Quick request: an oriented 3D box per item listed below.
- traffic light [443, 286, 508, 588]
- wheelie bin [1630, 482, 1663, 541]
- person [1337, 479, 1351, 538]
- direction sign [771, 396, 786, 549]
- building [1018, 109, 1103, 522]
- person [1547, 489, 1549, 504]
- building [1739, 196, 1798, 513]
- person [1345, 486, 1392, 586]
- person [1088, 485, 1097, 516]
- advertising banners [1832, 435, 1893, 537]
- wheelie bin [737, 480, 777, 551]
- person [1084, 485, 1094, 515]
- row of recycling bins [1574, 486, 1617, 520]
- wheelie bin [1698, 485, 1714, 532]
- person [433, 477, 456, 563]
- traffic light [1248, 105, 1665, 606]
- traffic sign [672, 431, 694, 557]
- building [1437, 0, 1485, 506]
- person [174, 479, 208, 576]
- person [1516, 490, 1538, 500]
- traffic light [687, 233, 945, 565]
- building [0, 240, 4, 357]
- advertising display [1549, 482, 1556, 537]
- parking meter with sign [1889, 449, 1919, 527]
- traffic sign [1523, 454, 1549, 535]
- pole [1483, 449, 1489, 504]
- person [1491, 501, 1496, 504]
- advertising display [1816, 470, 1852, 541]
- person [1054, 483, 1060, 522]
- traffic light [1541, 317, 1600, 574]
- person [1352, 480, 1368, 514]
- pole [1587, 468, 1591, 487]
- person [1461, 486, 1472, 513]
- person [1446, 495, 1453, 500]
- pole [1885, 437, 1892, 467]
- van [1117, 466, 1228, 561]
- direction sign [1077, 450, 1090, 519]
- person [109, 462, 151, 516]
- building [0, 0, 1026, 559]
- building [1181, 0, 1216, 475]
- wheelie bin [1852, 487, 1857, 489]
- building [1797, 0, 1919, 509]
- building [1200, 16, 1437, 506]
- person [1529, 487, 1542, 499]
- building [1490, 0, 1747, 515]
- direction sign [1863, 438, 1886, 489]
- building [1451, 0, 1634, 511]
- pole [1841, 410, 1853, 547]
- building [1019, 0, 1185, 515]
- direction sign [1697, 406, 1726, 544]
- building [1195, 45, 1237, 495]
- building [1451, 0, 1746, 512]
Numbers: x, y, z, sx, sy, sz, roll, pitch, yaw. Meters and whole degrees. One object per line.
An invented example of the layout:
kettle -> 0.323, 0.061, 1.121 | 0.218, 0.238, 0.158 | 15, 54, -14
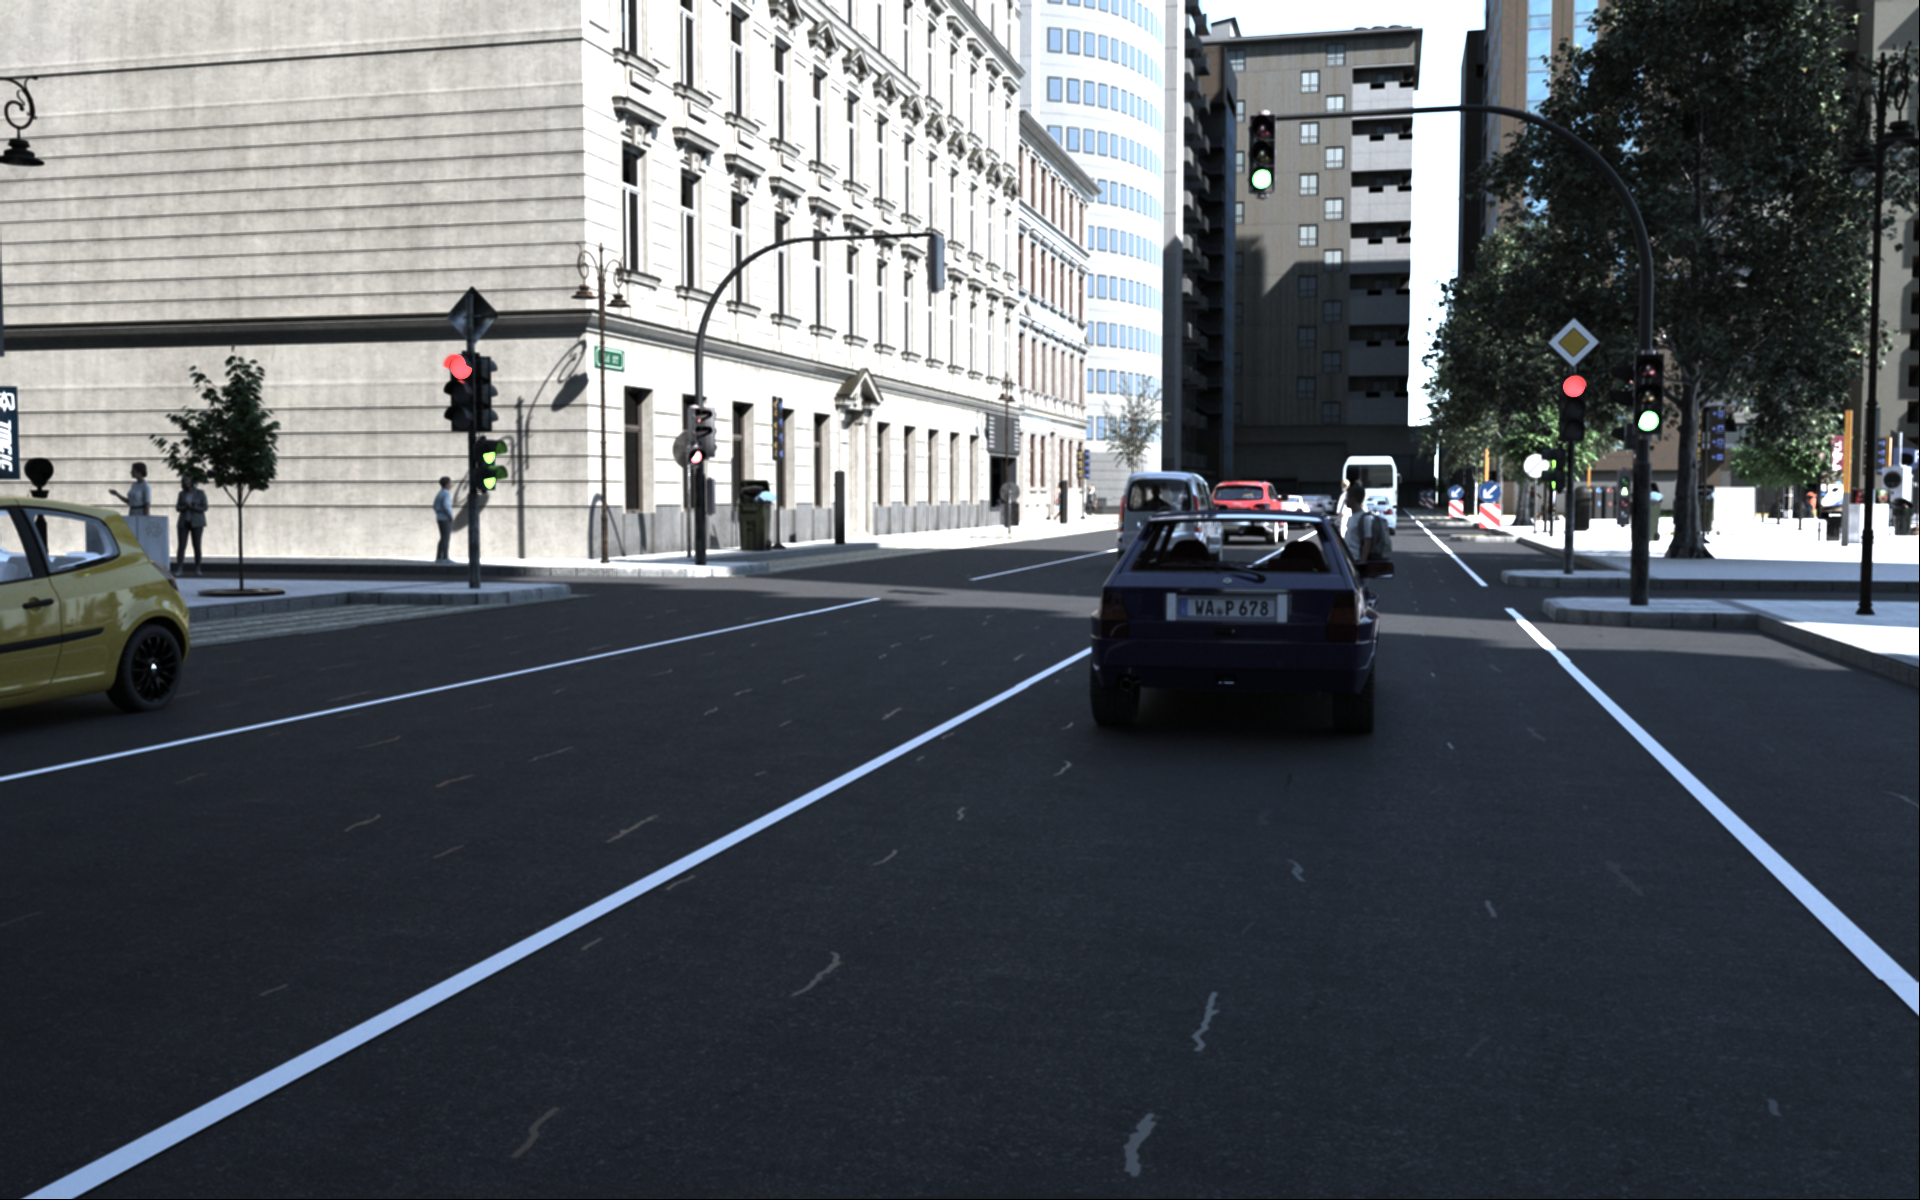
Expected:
traffic light -> -6.598, -2.114, 23.483 | 0.839, 4.253, 0.868 | 1, 4, 14
wheelie bin -> 18.640, -2.396, 47.079 | 0.693, 1.594, 0.980 | -3, 4, -39
person -> 10.750, -2.435, 48.196 | 0.818, 1.842, 0.514 | -2, 4, -25
direction sign -> -4.256, -2.964, 40.461 | 0.379, 3.537, 0.876 | 0, 4, 8
building -> -0.185, -15.396, 87.875 | 11.583, 22.565, 21.152 | 1, 4, 14
person -> 32.016, -5.347, 94.054 | 0.643, 1.750, 0.593 | 0, 4, -7
building -> 47.926, -41.991, 124.805 | 20.563, 71.187, 20.611 | 1, 4, 14
person -> 3.776, -0.321, 16.337 | 0.523, 1.515, 0.503 | -3, 4, -37
person -> 7.808, -5.888, 102.272 | 0.622, 1.834, 0.822 | 1, 4, 20
advertising banners -> 26.592, -3.362, 51.164 | 2.074, 3.025, 0.090 | 0, 4, -6
wheelie bin -> -4.633, -1.919, 39.277 | 0.980, 1.594, 0.693 | 1, 4, 10
person -> 7.749, -5.962, 103.701 | 0.728, 1.800, 0.709 | 1, 4, 10
row of recycling bins -> 32.488, -4.952, 88.081 | 3.534, 1.692, 1.069 | -2, 4, -33
wheelie bin -> 25.114, -3.093, 58.476 | 0.980, 1.594, 0.693 | 1, 4, 18
person -> -9.558, -1.486, 32.158 | 0.330, 1.601, 0.589 | -2, 4, -31
traffic light -> 5.782, -2.791, 20.305 | 4.771, 5.953, 1.251 | 1, 4, 14
traffic sign -> -5.502, -2.141, 35.111 | 0.768, 2.556, 0.104 | 1, 4, 21
building -> 68.461, -53.497, 187.347 | 31.000, 86.520, 22.319 | 1, 4, 14
person -> -13.552, -1.337, 30.541 | 0.537, 1.800, 0.526 | 0, 4, -1
person -> 34.127, -6.011, 104.262 | 1.348, 1.831, 0.705 | 0, 4, -1
traffic light -> -2.629, -3.431, 30.767 | 4.771, 5.953, 1.251 | 1, 4, 14
building -> -18.811, -20.375, 16.722 | 14.086, 41.232, 14.154 | 1, 4, 14
advertising display -> 17.767, -2.859, 51.958 | 0.123, 1.923, 0.974 | 2, 4, 23
parking meter with sign -> 36.632, -4.353, 67.426 | 1.738, 3.016, 0.543 | -1, 4, -15
traffic sign -> 18.232, -3.349, 54.863 | 0.768, 2.556, 0.104 | 1, 4, 19
pole -> 23.684, -5.147, 78.004 | 0.158, 3.312, 0.155 | 0, 3, 0
person -> 28.398, -5.274, 92.370 | 0.391, 1.810, 0.635 | -1, 4, -9
advertising display -> 23.718, -2.556, 47.000 | 0.974, 1.923, 0.123 | -1, 4, -11
person -> 4.499, -4.430, 78.560 | 0.616, 1.811, 0.778 | -3, 5, -41
traffic light -> 9.751, -2.372, 27.696 | 0.839, 4.253, 0.868 | 1, 4, 14
person -> 10.330, -2.222, 45.013 | 0.511, 1.800, 0.466 | -3, 5, -40
pole -> 34.990, -6.270, 96.361 | 0.158, 3.312, 0.155 | 0, 3, 0
person -> 33.361, -6.650, 114.726 | 1.348, 1.831, 0.705 | -2, 4, -33
person -> 37.917, -7.720, 132.989 | 1.217, 1.743, 0.721 | 1, 4, 23
pole -> 33.422, -4.194, 62.421 | 0.158, 3.312, 0.155 | 0, 3, 0
van -> 4.107, -1.617, 33.452 | 2.013, 2.044, 4.112 | 1, 4, 14
direction sign -> 6.279, -5.892, 88.330 | 0.876, 3.537, 0.379 | -3, 5, -41
person -> -12.333, -1.176, 25.840 | 0.480, 1.755, 0.524 | 2, 4, 31
building -> -9.778, -17.082, 55.705 | 17.030, 29.872, 44.131 | 1, 4, 14
building -> 9.460, -32.390, 149.178 | 23.786, 49.044, 30.456 | 1, 4, 14
wheelie bin -> 42.677, -4.588, 82.915 | 0.980, 1.594, 0.693 | -2, 4, -31
building -> 76.511, -32.459, 154.409 | 21.600, 48.544, 21.300 | 1, 4, 14
building -> 40.487, -37.265, 198.525 | 27.495, 52.752, 28.713 | 1, 4, 14
person -> 33.542, -5.794, 101.600 | 1.217, 1.723, 0.721 | 0, 4, 5
building -> 40.829, -28.087, 109.331 | 14.600, 45.320, 14.200 | 1, 4, 14
direction sign -> 37.054, -4.784, 70.221 | 0.876, 3.537, 0.379 | 0, 4, 7
building -> 54.400, -31.411, 163.676 | 14.600, 45.320, 14.200 | 1, 4, 14
pole -> 21.589, -2.955, 42.165 | 0.158, 3.312, 0.155 | 0, 3, 0
building -> 3.412, -35.365, 120.221 | 21.231, 58.520, 28.212 | 1, 4, 14
direction sign -> 19.238, -3.224, 44.705 | 0.876, 3.537, 0.379 | 2, 4, 27
building -> 19.642, -31.944, 172.402 | 14.200, 45.320, 14.600 | 1, 4, 14
building -> 52.776, -43.241, 145.245 | 20.563, 71.187, 20.611 | 1, 4, 14
